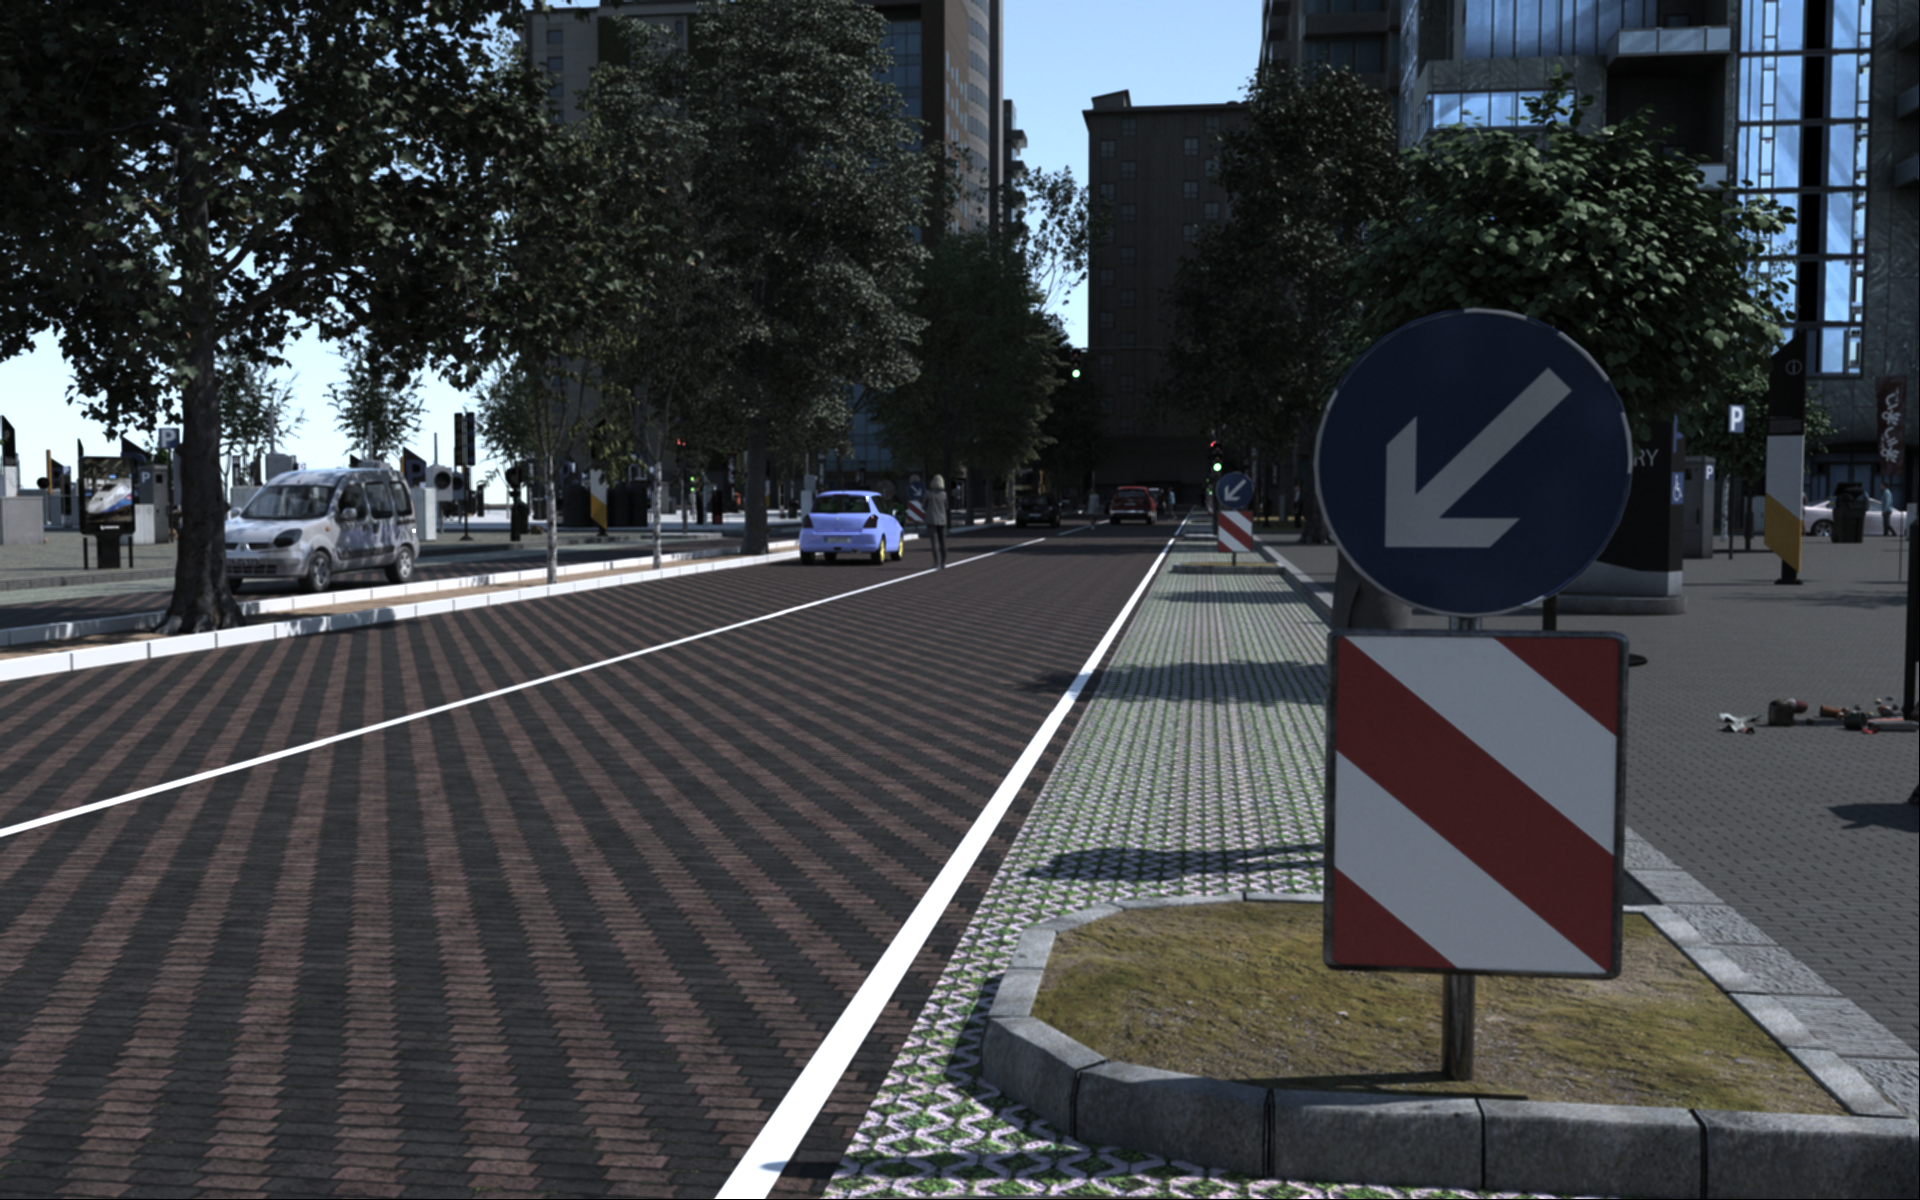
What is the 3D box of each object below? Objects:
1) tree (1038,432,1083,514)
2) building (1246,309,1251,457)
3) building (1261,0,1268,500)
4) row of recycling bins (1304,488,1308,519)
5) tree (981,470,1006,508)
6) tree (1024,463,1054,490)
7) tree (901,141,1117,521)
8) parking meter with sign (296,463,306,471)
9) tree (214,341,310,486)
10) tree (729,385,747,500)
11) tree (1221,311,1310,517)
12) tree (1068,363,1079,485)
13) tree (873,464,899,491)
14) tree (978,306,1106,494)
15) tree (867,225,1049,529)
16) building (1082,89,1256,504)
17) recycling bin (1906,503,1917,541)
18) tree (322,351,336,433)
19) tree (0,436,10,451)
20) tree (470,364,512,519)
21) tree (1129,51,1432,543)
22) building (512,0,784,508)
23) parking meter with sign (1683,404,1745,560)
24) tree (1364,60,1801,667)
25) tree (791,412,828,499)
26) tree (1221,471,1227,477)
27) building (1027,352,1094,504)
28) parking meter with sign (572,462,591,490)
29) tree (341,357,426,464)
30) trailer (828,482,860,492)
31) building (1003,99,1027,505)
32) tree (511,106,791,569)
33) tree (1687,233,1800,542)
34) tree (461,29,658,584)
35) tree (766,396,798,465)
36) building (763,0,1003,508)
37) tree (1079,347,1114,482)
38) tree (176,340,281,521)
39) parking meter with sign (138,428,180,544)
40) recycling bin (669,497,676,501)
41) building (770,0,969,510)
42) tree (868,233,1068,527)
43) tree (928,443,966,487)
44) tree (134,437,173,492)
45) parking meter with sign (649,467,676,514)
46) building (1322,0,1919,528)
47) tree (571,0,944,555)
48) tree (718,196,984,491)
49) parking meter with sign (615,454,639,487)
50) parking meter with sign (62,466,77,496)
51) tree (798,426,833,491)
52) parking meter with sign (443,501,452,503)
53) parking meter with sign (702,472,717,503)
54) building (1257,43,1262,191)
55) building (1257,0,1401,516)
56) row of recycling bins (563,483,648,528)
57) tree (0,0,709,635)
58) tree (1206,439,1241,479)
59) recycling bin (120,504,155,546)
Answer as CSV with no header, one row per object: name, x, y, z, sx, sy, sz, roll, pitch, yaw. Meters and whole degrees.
tree,7.253,-10.491,124.350,4.737,8.622,4.395,0,3,0
building,40.202,-26.223,200.440,14.160,30.474,14.107,0,4,8
building,31.722,-28.067,142.484,14.154,41.232,14.086,0,4,8
row of recycling bins,18.184,-4.895,87.140,1.069,1.692,3.534,0,4,-5
tree,3.613,-10.735,159.232,4.285,4.588,4.351,0,3,0
tree,9.251,-15.237,199.493,4.360,8.622,3.978,0,3,0
tree,1.673,-14.370,93.295,12.611,20.169,13.585,0,3,0
parking meter with sign,-37.485,-6.185,97.386,1.738,3.016,0.543,3,4,37
tree,-31.910,-7.829,78.360,4.360,8.622,3.978,0,3,0
tree,-13.020,-8.141,83.473,4.737,8.622,4.395,0,3,0
tree,16.281,-10.411,95.973,9.928,11.665,9.643,0,3,0
tree,1.351,-9.893,82.336,7.486,12.596,7.792,0,3,0
tree,-4.698,-6.942,108.106,1.663,3.219,1.824,0,3,0
tree,4.573,-11.312,104.417,9.611,12.733,9.660,0,3,0
tree,-0.428,-8.433,66.092,9.928,11.665,9.643,0,3,0
building,31.057,-39.386,233.198,27.495,52.752,28.713,0,4,8
recycling bin,26.582,-2.146,47.641,0.722,1.027,0.722,-1,4,-16
tree,-23.416,-7.257,69.016,4.737,8.622,4.395,0,3,0
tree,-15.995,-1.973,26.861,1.663,3.219,1.824,0,3,0
tree,-23.592,-8.549,90.136,4.360,8.622,3.978,0,3,0
tree,9.241,-7.844,45.256,9.611,12.733,9.660,0,3,0
building,-37.418,-40.667,206.897,28.212,58.520,21.231,0,4,8
parking meter with sign,14.639,-2.341,34.544,0.543,3.016,1.738,-2,4,-35
tree,4.558,-1.815,13.388,4.285,4.588,4.351,0,3,0
tree,-9.770,-9.050,98.332,4.360,8.622,3.978,0,3,0
tree,6.478,-2.471,24.109,4.285,4.588,4.351,0,3,0
building,3.128,-24.035,238.018,28.899,21.520,27.650,0,4,8
parking meter with sign,-20.577,-6.108,96.125,1.738,3.016,0.543,-2,4,-31
tree,-29.928,-8.499,89.314,4.360,8.622,3.978,0,3,0
trailer,-5.531,-4.518,80.918,1.471,1.999,3.904,0,4,8
building,-7.835,-35.610,201.832,30.456,49.044,23.786,0,4,8
tree,-5.763,-4.907,33.041,4.360,8.622,3.978,0,3,0
tree,20.602,-5.895,46.746,4.737,8.622,4.395,0,3,0
tree,-6.435,-4.529,26.869,4.737,8.622,4.395,0,3,0
tree,-12.799,-9.611,107.506,4.737,8.622,4.395,0,3,0
building,-7.855,-38.250,167.389,21.231,58.520,28.212,0,4,8
tree,6.574,-12.078,118.065,7.486,12.596,7.792,0,3,0
tree,-30.072,-7.373,70.913,4.737,8.622,4.395,0,3,0
parking meter with sign,-20.876,-2.967,44.769,0.543,3.016,1.738,0,4,7
recycling bin,-23.622,-7.865,141.151,0.722,1.027,0.722,2,4,31
building,-7.073,-30.349,146.310,14.600,45.320,14.200,0,4,8
tree,0.365,-9.434,74.829,7.486,12.596,7.792,0,3,0
tree,-0.879,-11.313,135.328,4.360,8.622,3.978,0,3,0
tree,-24.035,-3.528,52.279,1.663,3.219,1.824,0,3,0
parking meter with sign,-18.893,-6.973,110.262,0.543,3.016,1.738,3,5,44
building,30.433,-46.294,69.581,31.000,86.520,22.319,0,4,8
tree,-4.818,-8.025,40.324,9.857,13.997,8.962,0,3,0
tree,-3.357,-6.957,50.624,8.767,10.594,7.601,0,4,8
parking meter with sign,-14.615,-4.787,74.526,0.543,3.016,1.738,2,4,33
parking meter with sign,-55.014,-6.831,107.944,0.543,3.016,1.738,1,4,15
tree,-12.061,-11.414,136.983,4.737,8.622,4.395,0,3,0
parking meter with sign,-35.553,-7.453,118.122,1.738,3.016,0.543,-1,4,-22
parking meter with sign,-19.645,-8.609,137.017,1.738,3.016,0.543,2,4,27
building,39.092,-31.133,163.647,22.147,44.769,28.867,0,4,8
building,31.245,-30.182,113.080,23.786,49.044,30.456,0,4,8
row of recycling bins,-13.598,-3.646,66.719,3.534,1.692,1.069,-3,5,-43
tree,-7.842,-6.010,17.735,9.611,12.733,9.660,0,3,0
tree,30.777,-15.367,201.615,4.360,8.622,3.978,0,3,0
recycling bin,-20.619,-1.873,43.175,0.722,1.027,0.722,1,4,21
